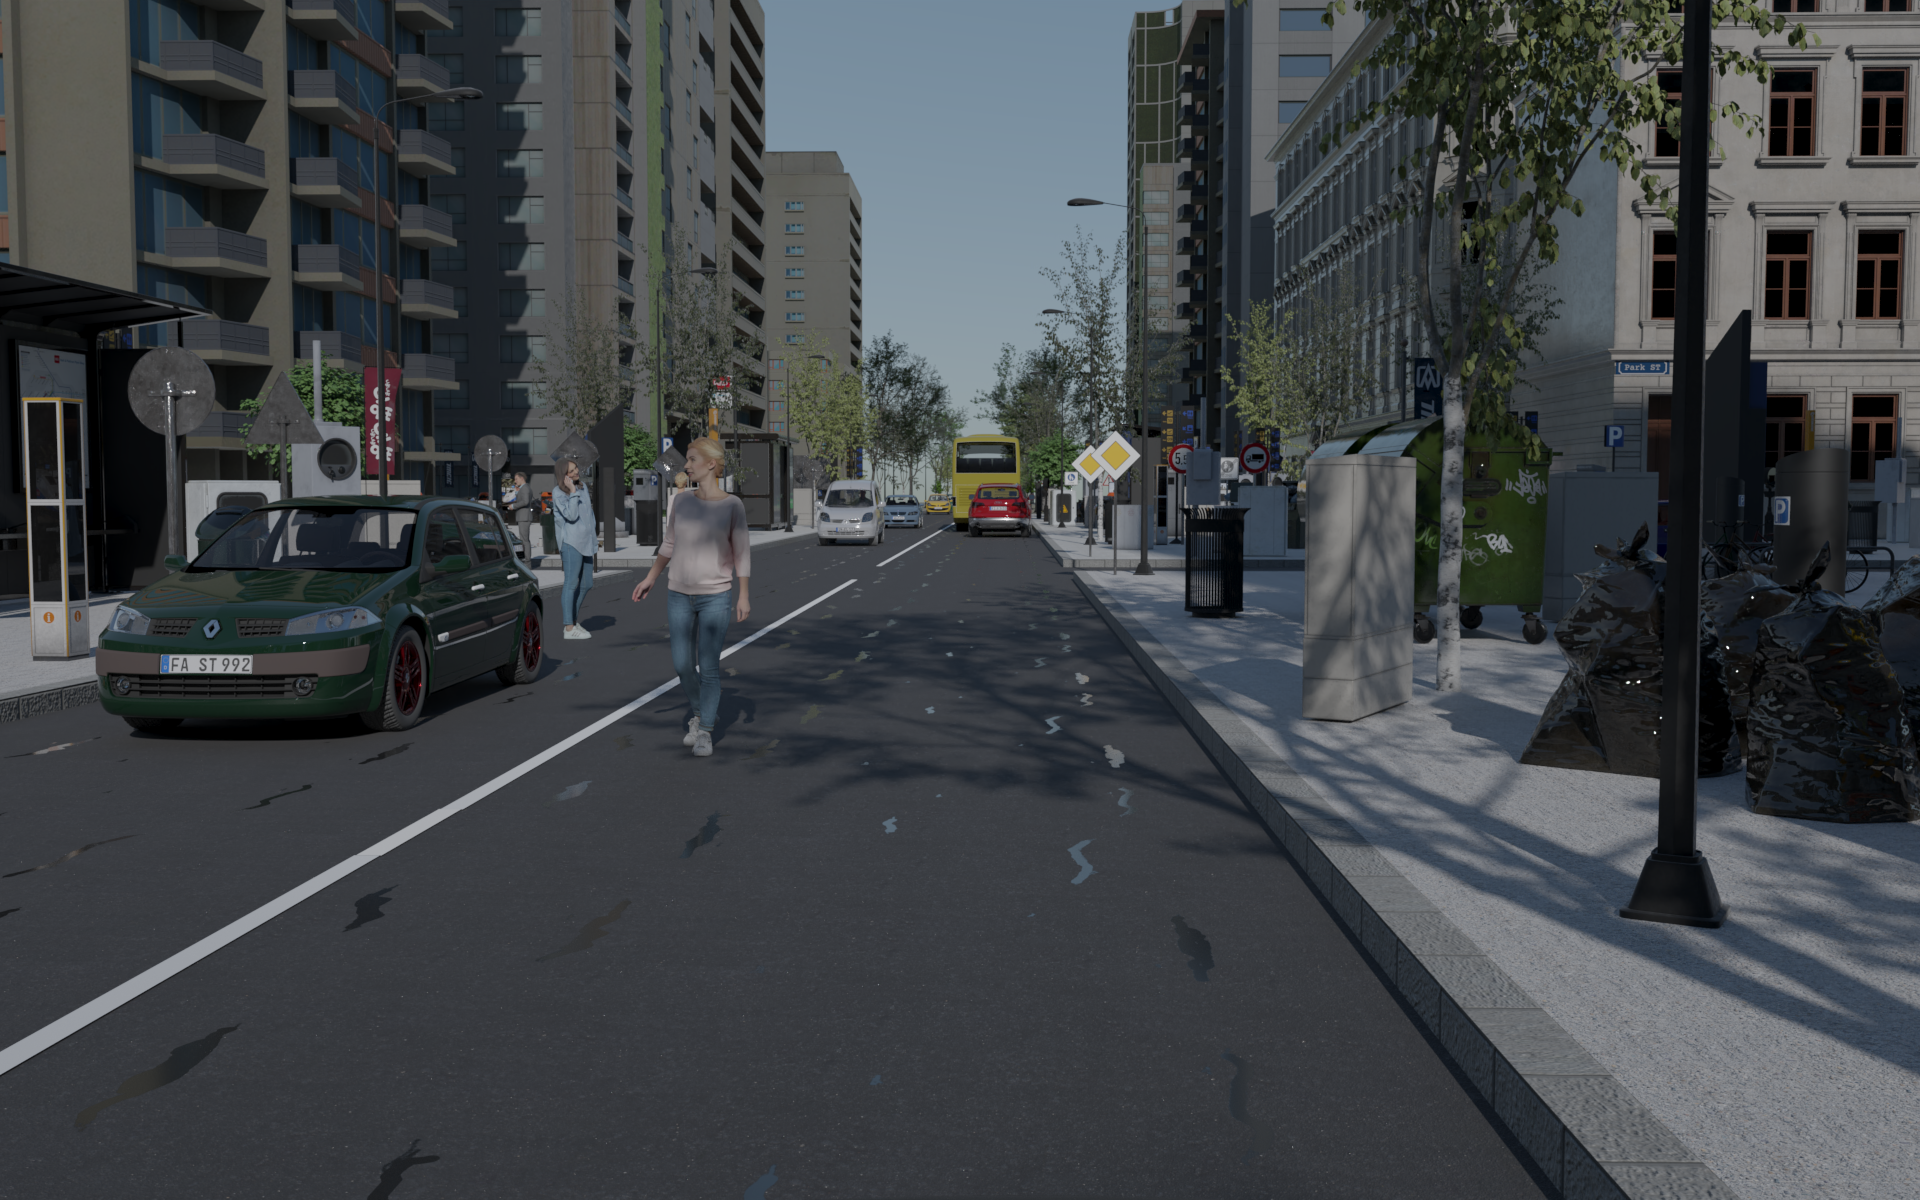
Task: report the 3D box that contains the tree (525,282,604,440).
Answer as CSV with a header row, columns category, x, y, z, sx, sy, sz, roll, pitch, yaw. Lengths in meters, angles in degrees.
category,x,y,z,sx,sy,sz,roll,pitch,yaw
tree,-12.700,-6.685,59.665,4.360,8.622,3.978,0,3,0

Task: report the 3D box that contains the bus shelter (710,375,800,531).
category,x,y,z,sx,sy,sz,roll,pitch,yaw
bus shelter,-7.246,-5.094,60.911,2.179,5.291,8.768,0,4,2

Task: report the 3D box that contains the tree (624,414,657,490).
category,x,y,z,sx,sy,sz,roll,pitch,yaw
tree,-13.765,-5.368,71.473,4.285,4.588,4.351,0,3,0

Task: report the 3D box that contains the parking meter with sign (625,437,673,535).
category,x,y,z,sx,sy,sz,roll,pitch,yaw
parking meter with sign,-9.772,-3.525,53.889,1.738,3.016,0.543,2,4,30

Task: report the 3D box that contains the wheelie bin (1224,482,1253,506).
category,x,y,z,sx,sy,sz,roll,pitch,yaw
wheelie bin,7.580,-2.365,46.578,0.980,1.594,0.693,1,4,16

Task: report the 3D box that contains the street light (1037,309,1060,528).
category,x,y,z,sx,sy,sz,roll,pitch,yaw
street light,2.756,-4.344,43.570,1.470,5.913,1.316,0,4,1

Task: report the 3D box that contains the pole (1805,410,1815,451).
category,x,y,z,sx,sy,sz,roll,pitch,yaw
pole,20.653,-2.954,42.147,0.158,3.312,0.155,0,3,0

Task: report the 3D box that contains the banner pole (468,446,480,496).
category,x,y,z,sx,sy,sz,roll,pitch,yaw
banner pole,-25.315,-6.119,90.065,0.401,3.779,0.863,3,5,41

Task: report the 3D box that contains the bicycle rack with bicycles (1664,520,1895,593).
category,x,y,z,sx,sy,sz,roll,pitch,yaw
bicycle rack with bicycles,10.771,-0.588,23.002,2.925,0.926,2.852,0,4,-4

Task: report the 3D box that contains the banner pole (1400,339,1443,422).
category,x,y,z,sx,sy,sz,roll,pitch,yaw
banner pole,7.388,-2.322,27.983,0.863,3.779,0.401,0,4,3

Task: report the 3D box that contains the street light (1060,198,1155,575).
category,x,y,z,sx,sy,sz,roll,pitch,yaw
street light,2.379,-3.351,27.322,1.470,5.913,1.316,0,4,1

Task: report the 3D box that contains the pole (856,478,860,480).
category,x,y,z,sx,sy,sz,roll,pitch,yaw
pole,-6.355,-6.985,108.042,0.158,3.312,0.155,0,3,0

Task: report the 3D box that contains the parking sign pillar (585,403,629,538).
category,x,y,z,sx,sy,sz,roll,pitch,yaw
parking sign pillar,-10.499,-3.821,50.942,1.447,3.967,1.447,3,4,36

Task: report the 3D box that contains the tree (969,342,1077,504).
category,x,y,z,sx,sy,sz,roll,pitch,yaw
tree,8.058,-22.061,216.578,12.611,20.169,13.585,0,3,0

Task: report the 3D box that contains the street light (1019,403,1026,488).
category,x,y,z,sx,sy,sz,roll,pitch,yaw
street light,3.866,-7.064,88.042,1.470,5.913,1.316,0,4,1

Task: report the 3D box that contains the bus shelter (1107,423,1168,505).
category,x,y,z,sx,sy,sz,roll,pitch,yaw
bus shelter,6.167,-4.213,60.169,1.731,3.624,6.357,0,4,1

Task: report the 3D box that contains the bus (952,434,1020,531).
category,x,y,z,sx,sy,sz,roll,pitch,yaw
bus,1.063,-4.800,70.033,2.896,3.916,12.252,0,4,1

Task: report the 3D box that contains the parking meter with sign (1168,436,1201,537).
category,x,y,z,sx,sy,sz,roll,pitch,yaw
parking meter with sign,6.334,-3.426,52.279,1.738,3.016,0.543,0,4,-6

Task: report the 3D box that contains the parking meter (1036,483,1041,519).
category,x,y,z,sx,sy,sz,roll,pitch,yaw
parking meter,4.111,-5.167,90.191,0.255,1.863,0.399,0,4,3

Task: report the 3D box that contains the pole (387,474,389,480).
category,x,y,z,sx,sy,sz,roll,pitch,yaw
pole,-11.950,-2.579,36.007,0.158,3.312,0.155,0,3,0

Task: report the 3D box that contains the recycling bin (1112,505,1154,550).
category,x,y,z,sx,sy,sz,roll,pitch,yaw
recycling bin,4.006,-1.685,40.098,0.722,1.027,0.722,3,5,39

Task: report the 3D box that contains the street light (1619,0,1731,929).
category,x,y,z,sx,sy,sz,roll,pitch,yaw
street light,1.643,-1.993,5.131,1.470,5.913,1.316,0,4,1

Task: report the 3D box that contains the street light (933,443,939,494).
category,x,y,z,sx,sy,sz,roll,pitch,yaw
street light,-2.568,-11.282,156.999,1.470,5.913,1.316,0,4,1

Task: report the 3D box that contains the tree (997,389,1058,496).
category,x,y,z,sx,sy,sz,roll,pitch,yaw
tree,7.121,-15.857,177.395,7.486,12.596,7.792,0,3,0

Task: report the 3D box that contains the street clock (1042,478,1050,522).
category,x,y,z,sx,sy,sz,roll,pitch,yaw
street clock,3.968,-4.600,79.785,0.358,2.002,0.471,1,4,17

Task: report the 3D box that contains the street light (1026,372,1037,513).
category,x,y,z,sx,sy,sz,roll,pitch,yaw
street light,3.337,-5.702,65.765,1.470,5.913,1.316,0,4,1

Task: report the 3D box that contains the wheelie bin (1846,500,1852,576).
category,x,y,z,sx,sy,sz,roll,pitch,yaw
wheelie bin,12.774,-1.090,25.722,0.693,1.594,0.980,0,4,6

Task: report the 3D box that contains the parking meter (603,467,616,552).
category,x,y,z,sx,sy,sz,roll,pitch,yaw
parking meter,-7.741,-1.989,38.236,0.255,1.863,0.399,-1,4,-10

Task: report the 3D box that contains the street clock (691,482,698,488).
category,x,y,z,sx,sy,sz,roll,pitch,yaw
street clock,-12.778,-4.860,84.027,0.471,2.002,0.358,-1,4,-17

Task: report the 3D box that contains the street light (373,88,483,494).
category,x,y,z,sx,sy,sz,roll,pitch,yaw
street light,-6.147,-2.901,19.972,1.470,5.913,1.316,0,4,1

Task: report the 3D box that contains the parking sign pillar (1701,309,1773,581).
category,x,y,z,sx,sy,sz,roll,pitch,yaw
parking sign pillar,11.553,-2.297,26.032,1.447,3.967,1.447,0,4,-5

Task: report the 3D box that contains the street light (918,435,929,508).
category,x,y,z,sx,sy,sz,roll,pitch,yaw
street light,-3.173,-9.889,134.221,1.470,5.913,1.316,0,4,1

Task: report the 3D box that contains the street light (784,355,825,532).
category,x,y,z,sx,sy,sz,roll,pitch,yaw
street light,-5.198,-5.220,57.890,1.470,5.913,1.316,0,4,1

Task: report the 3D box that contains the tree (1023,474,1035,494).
category,x,y,z,sx,sy,sz,roll,pitch,yaw
tree,6.183,-9.809,154.973,1.663,3.219,1.824,0,3,0

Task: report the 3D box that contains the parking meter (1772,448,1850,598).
category,x,y,z,sx,sy,sz,roll,pitch,yaw
parking meter,4.787,-0.083,9.770,0.372,1.533,0.369,0,3,0

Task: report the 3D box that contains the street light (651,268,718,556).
category,x,y,z,sx,sy,sz,roll,pitch,yaw
street light,-5.664,-3.862,35.692,1.470,5.913,1.316,0,4,1

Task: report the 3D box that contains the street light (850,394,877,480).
category,x,y,z,sx,sy,sz,roll,pitch,yaw
street light,-4.541,-6.615,80.693,1.470,5.913,1.316,0,4,1

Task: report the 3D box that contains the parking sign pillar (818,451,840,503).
category,x,y,z,sx,sy,sz,roll,pitch,yaw
parking sign pillar,-8.241,-7.375,109.055,1.447,3.967,1.447,-2,4,-34

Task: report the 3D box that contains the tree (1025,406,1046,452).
category,x,y,z,sx,sy,sz,roll,pitch,yaw
tree,6.808,-11.382,136.463,4.737,8.622,4.395,0,3,0

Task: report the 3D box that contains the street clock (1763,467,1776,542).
category,x,y,z,sx,sy,sz,roll,pitch,yaw
street clock,21.887,-2.584,46.816,0.471,2.002,0.358,-2,4,-24

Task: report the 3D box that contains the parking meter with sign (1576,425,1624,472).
category,x,y,z,sx,sy,sz,roll,pitch,yaw
parking meter with sign,16.335,-2.969,44.808,0.543,3.016,1.738,-1,4,-19

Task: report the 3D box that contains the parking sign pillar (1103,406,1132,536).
category,x,y,z,sx,sy,sz,roll,pitch,yaw
parking sign pillar,5.044,-3.994,53.767,1.447,3.967,1.447,1,4,9

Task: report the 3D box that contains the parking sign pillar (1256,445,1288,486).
category,x,y,z,sx,sy,sz,roll,pitch,yaw
parking sign pillar,17.625,-6.787,99.437,1.447,3.967,1.447,-2,4,-30

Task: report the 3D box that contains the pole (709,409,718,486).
category,x,y,z,sx,sy,sz,roll,pitch,yaw
pole,-5.885,-2.910,41.416,0.158,3.312,0.155,0,3,0

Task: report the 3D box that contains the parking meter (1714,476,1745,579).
category,x,y,z,sx,sy,sz,roll,pitch,yaw
parking meter,11.095,-1.013,24.978,0.372,1.533,0.369,0,3,0

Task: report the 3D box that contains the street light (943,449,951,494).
category,x,y,z,sx,sy,sz,roll,pitch,yaw
street light,-1.977,-12.639,179.194,1.470,5.913,1.316,0,4,1

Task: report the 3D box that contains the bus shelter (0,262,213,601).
category,x,y,z,sx,sy,sz,roll,pitch,yaw
bus shelter,-10.507,-1.709,19.227,1.731,3.624,6.357,0,4,2

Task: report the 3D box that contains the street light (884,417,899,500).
category,x,y,z,sx,sy,sz,roll,pitch,yaw
street light,-3.986,-8.062,104.348,1.470,5.913,1.316,0,4,1

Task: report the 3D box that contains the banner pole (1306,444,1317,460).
category,x,y,z,sx,sy,sz,roll,pitch,yaw
banner pole,17.567,-5.906,86.588,0.401,3.779,0.863,-3,4,-37

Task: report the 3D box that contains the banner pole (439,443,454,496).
category,x,y,z,sx,sy,sz,roll,pitch,yaw
banner pole,-25.104,-5.784,84.578,0.863,3.779,0.401,-2,4,-33

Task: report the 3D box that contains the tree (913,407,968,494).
category,x,y,z,sx,sy,sz,roll,pitch,yaw
tree,-2.557,-16.943,202.766,9.928,11.665,9.643,0,3,0

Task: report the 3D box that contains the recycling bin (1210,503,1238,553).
category,x,y,z,sx,sy,sz,roll,pitch,yaw
recycling bin,6.012,-1.542,37.764,0.722,1.027,0.722,-2,4,-24

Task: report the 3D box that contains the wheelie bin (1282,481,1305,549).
category,x,y,z,sx,sy,sz,roll,pitch,yaw
wheelie bin,7.868,-2.003,40.660,0.980,1.594,0.693,3,5,41

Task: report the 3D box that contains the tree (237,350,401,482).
category,x,y,z,sx,sy,sz,roll,pitch,yaw
tree,-14.123,-3.357,38.601,4.285,4.588,4.351,0,3,0

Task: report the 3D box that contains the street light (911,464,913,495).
category,x,y,z,sx,sy,sz,roll,pitch,yaw
street light,-3.748,-8.531,112.026,1.470,5.913,1.316,0,4,1

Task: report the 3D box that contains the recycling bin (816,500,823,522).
category,x,y,z,sx,sy,sz,roll,pitch,yaw
recycling bin,-6.807,-4.140,80.241,0.722,1.027,0.722,-1,4,-22

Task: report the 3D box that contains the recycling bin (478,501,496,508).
category,x,y,z,sx,sy,sz,roll,pitch,yaw
recycling bin,-18.077,-3.244,65.586,0.722,1.027,0.722,2,4,31

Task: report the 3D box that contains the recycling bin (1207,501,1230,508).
category,x,y,z,sx,sy,sz,roll,pitch,yaw
recycling bin,9.031,-2.934,60.522,0.722,1.027,0.722,2,4,33
